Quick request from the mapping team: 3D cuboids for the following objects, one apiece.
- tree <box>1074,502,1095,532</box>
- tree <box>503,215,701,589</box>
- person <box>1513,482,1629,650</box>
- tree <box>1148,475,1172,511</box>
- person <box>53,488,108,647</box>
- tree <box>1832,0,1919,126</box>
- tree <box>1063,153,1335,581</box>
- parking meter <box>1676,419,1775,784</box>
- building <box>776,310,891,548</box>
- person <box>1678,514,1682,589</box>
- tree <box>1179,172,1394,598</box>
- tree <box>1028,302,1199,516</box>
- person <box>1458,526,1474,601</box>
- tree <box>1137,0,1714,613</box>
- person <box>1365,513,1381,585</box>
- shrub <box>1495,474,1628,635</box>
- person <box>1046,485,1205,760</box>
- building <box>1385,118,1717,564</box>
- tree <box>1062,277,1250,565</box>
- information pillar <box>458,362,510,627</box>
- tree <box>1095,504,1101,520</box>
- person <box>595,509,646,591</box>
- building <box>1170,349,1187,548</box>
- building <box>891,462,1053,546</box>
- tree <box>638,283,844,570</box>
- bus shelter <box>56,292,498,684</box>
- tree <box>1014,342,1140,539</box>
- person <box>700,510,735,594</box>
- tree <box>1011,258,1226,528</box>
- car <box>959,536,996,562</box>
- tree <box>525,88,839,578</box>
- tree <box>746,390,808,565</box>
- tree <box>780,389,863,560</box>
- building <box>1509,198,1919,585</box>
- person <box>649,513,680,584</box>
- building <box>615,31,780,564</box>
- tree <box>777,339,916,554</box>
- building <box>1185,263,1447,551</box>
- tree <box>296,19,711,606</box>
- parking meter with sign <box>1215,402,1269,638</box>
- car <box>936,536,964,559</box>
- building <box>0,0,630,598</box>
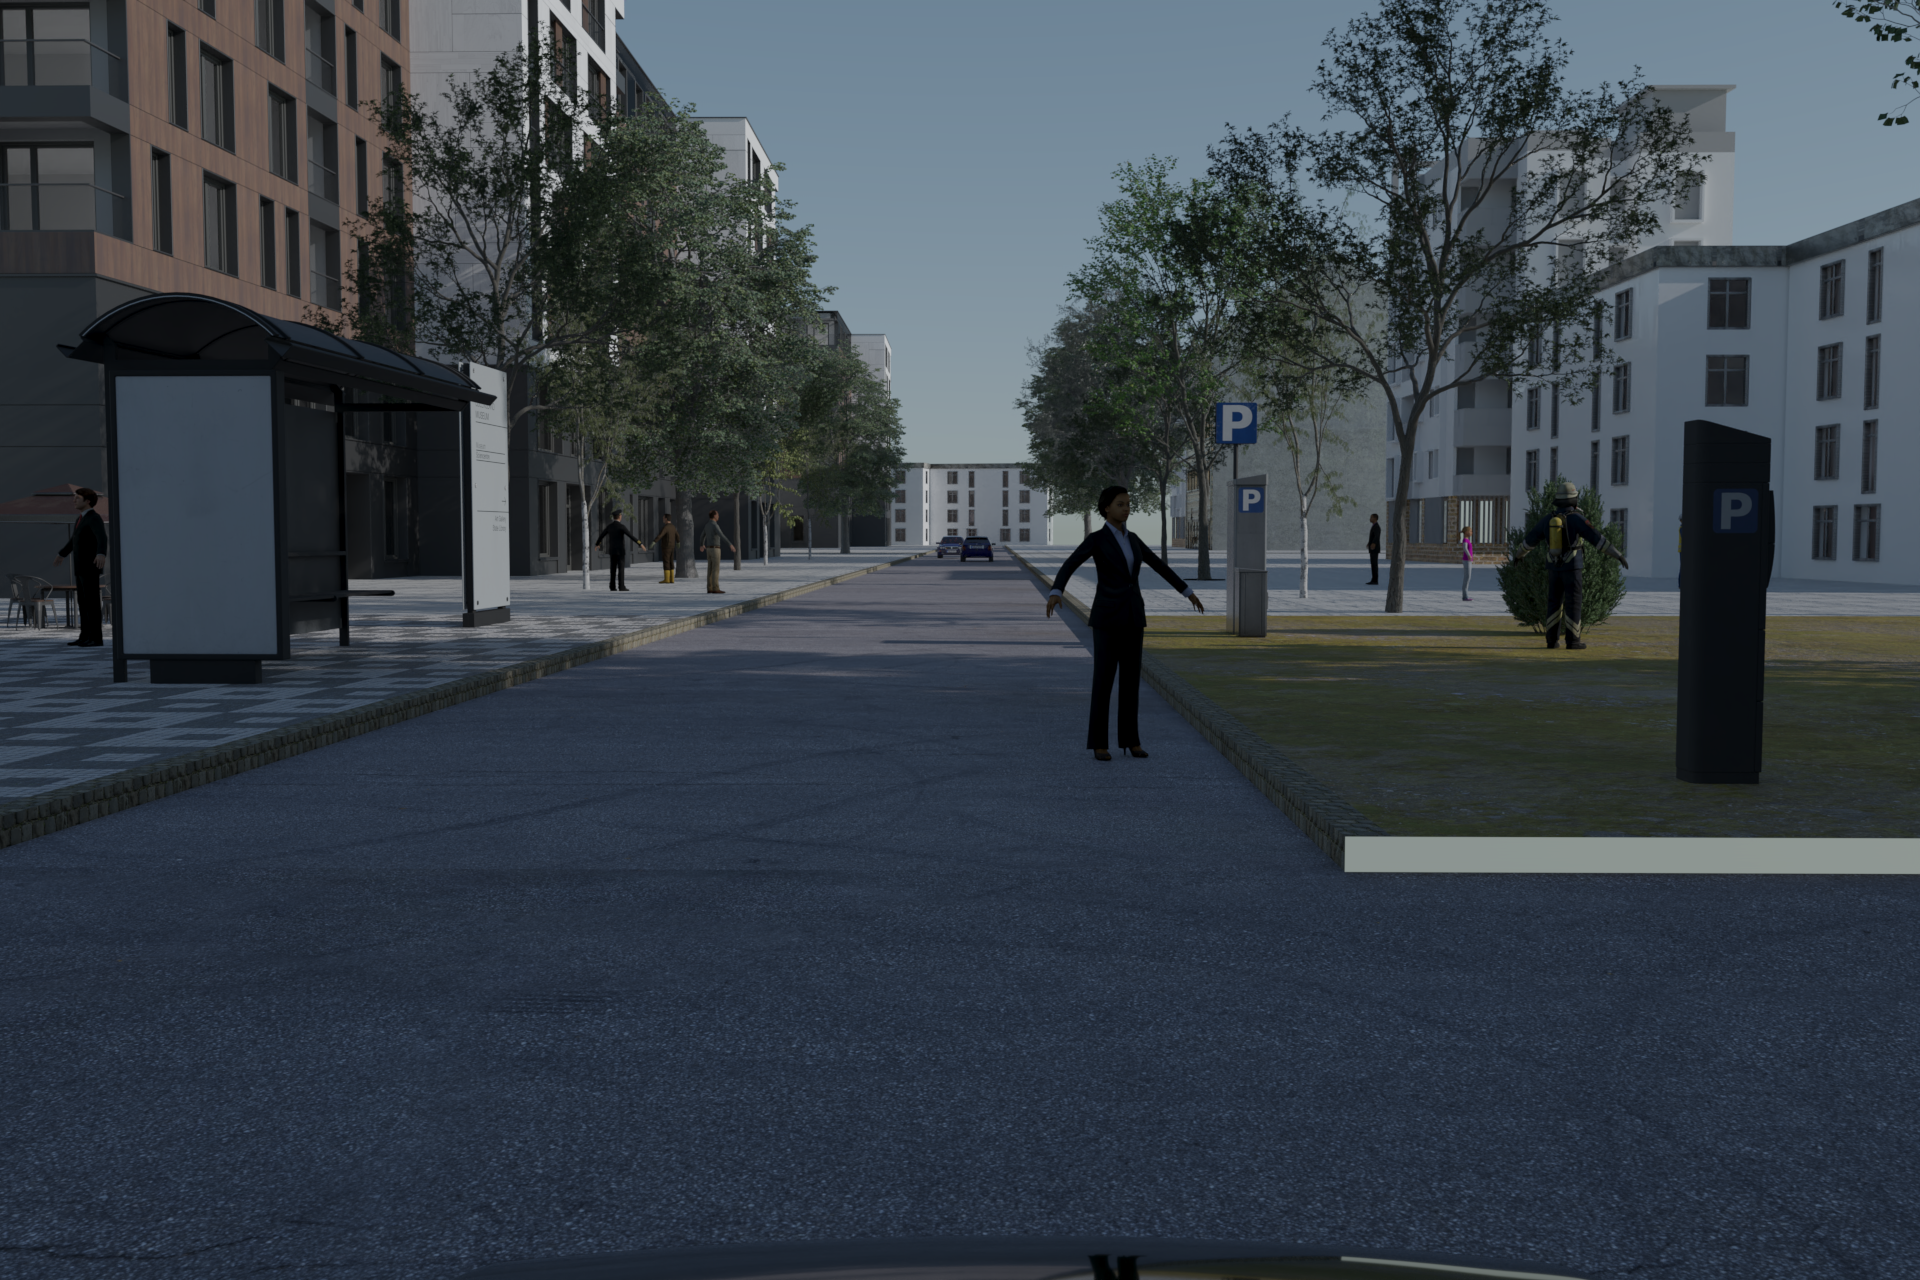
[{"bbox_3d":[15.147,-15.409,202.307,4.360,8.622,3.978,0,3,0],"label":"tree"},{"bbox_3d":[-8.889,-5.482,39.996,4.360,8.622,3.978,0,3,0],"label":"tree"},{"bbox_3d":[6.776,-0.830,19.357,0.705,1.856,1.354,-3,5,-43],"label":"person"},{"bbox_3d":[26.222,-17.707,199.879,12.009,13.543,11.850,0,3,0],"label":"tree"},{"bbox_3d":[-9.993,-0.831,19.780,1.347,1.806,0.705,3,5,43],"label":"person"},{"bbox_3d":[19.947,-10.489,27.389,12.611,20.169,13.585,0,3,0],"label":"tree"},{"bbox_3d":[6.651,-7.454,47.623,9.928,11.665,9.643,0,3,0],"label":"tree"},{"bbox_3d":[3.957,-0.198,8.956,0.399,1.863,0.255,0,4,2],"label":"parking meter"},{"bbox_3d":[-21.589,-20.232,174.776,27.936,21.610,32.646,0,4,0],"label":"building"},{"bbox_3d":[17.043,-2.085,40.556,0.721,1.772,1.216,2,4,24],"label":"person"},{"bbox_3d":[7.073,-5.152,34.592,4.360,8.622,3.978,0,3,0],"label":"tree"},{"bbox_3d":[8.283,-11.349,92.211,9.857,13.997,8.962,0,3,0],"label":"tree"},{"bbox_3d":[9.796,-1.467,33.249,0.599,1.433,0.991,1,4,19],"label":"person"},{"bbox_3d":[7.034,-5.698,27.571,8.767,10.594,7.601,0,4,2],"label":"tree"},{"bbox_3d":[10.464,-2.302,43.865,0.704,1.802,1.346,0,4,8],"label":"person"},{"bbox_3d":[7.704,-1.110,22.190,1.661,2.075,1.752,0,3,0],"label":"shrub"},{"bbox_3d":[1.042,-0.111,10.992,1.216,1.740,0.721,-2,4,-31],"label":"person"},{"bbox_3d":[26.447,-14.001,85.332,16.016,20.090,11.380,0,4,1],"label":"building"},{"bbox_3d":[7.194,-7.873,63.134,7.601,10.594,8.767,-1,4,-23],"label":"tree"},{"bbox_3d":[-6.714,-2.029,24.492,0.184,3.620,1.656,0,4,2],"label":"information pillar"},{"bbox_3d":[16.936,-15.131,197.750,4.737,8.622,4.395,0,3,0],"label":"tree"},{"bbox_3d":[-7.677,-2.016,38.888,1.347,1.837,0.705,2,4,24],"label":"person"},{"bbox_3d":[26.272,-19.378,173.257,16.016,20.090,11.380,0,4,1],"label":"building"},{"bbox_3d":[-3.409,-15.848,203.723,28.070,9.664,9.099,1,4,10],"label":"building"},{"bbox_3d":[-7.700,-7.755,61.213,8.767,10.594,7.601,2,4,26],"label":"tree"},{"bbox_3d":[-6.445,-1.429,17.291,2.014,3.302,5.546,0,4,2],"label":"bus shelter"},{"bbox_3d":[8.042,-12.354,108.649,9.857,13.997,8.962,0,3,0],"label":"tree"},{"bbox_3d":[-5.290,-1.901,37.354,0.705,1.796,1.348,-3,5,-39],"label":"person"},{"bbox_3d":[7.300,-10.198,77.113,12.009,13.543,11.850,0,3,0],"label":"tree"},{"bbox_3d":[0.892,-4.753,90.288,1.945,1.354,3.894,0,4,1],"label":"car"},{"bbox_3d":[-8.010,-8.785,50.294,9.857,13.997,8.962,0,3,0],"label":"tree"},{"bbox_3d":[-7.948,-7.340,70.370,4.737,8.622,4.395,0,3,0],"label":"tree"},{"bbox_3d":[-7.731,-8.329,86.537,4.360,8.622,3.978,0,3,0],"label":"tree"},{"bbox_3d":[24.784,-6.636,50.638,9.099,9.664,28.070,0,4,1],"label":"building"},{"bbox_3d":[-7.587,-2.366,44.822,0.704,1.812,1.346,2,4,23],"label":"person"},{"bbox_3d":[-24.405,-14.628,83.138,27.936,21.610,32.646,0,4,0],"label":"building"},{"bbox_3d":[-7.426,-12.602,112.706,9.857,13.997,8.962,0,3,0],"label":"tree"},{"bbox_3d":[29.011,-19.099,143.194,19.493,23.208,18.063,0,4,1],"label":"building"},{"bbox_3d":[-7.930,-5.895,30.803,7.601,10.594,8.767,-2,4,-33],"label":"tree"},{"bbox_3d":[3.653,-1.586,22.195,0.543,3.016,1.738,0,4,0],"label":"parking meter with sign"},{"bbox_3d":[-0.448,-5.507,102.619,1.945,1.354,3.894,0,4,1],"label":"car"},{"bbox_3d":[-27.065,-12.621,50.321,27.936,21.610,32.646,0,4,2],"label":"building"}]
